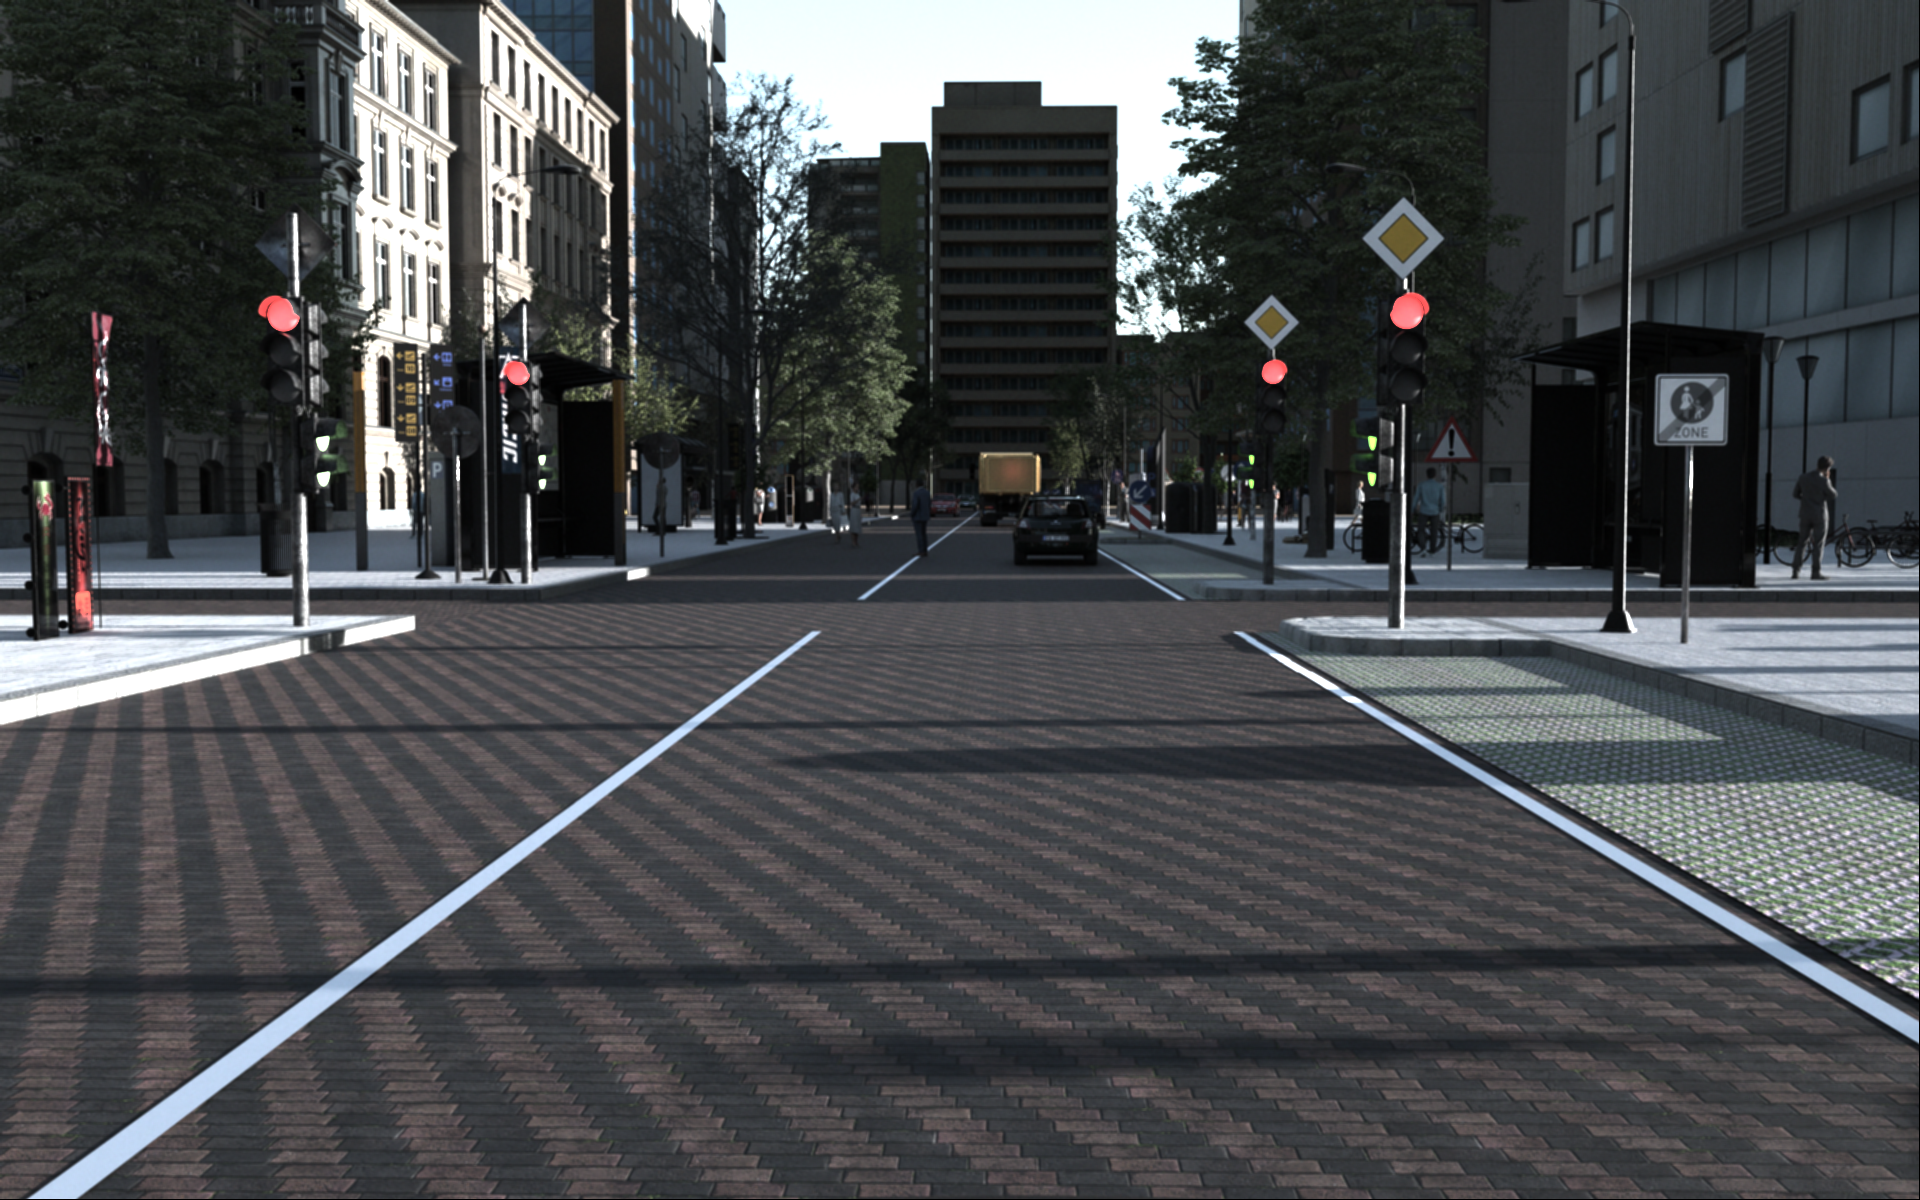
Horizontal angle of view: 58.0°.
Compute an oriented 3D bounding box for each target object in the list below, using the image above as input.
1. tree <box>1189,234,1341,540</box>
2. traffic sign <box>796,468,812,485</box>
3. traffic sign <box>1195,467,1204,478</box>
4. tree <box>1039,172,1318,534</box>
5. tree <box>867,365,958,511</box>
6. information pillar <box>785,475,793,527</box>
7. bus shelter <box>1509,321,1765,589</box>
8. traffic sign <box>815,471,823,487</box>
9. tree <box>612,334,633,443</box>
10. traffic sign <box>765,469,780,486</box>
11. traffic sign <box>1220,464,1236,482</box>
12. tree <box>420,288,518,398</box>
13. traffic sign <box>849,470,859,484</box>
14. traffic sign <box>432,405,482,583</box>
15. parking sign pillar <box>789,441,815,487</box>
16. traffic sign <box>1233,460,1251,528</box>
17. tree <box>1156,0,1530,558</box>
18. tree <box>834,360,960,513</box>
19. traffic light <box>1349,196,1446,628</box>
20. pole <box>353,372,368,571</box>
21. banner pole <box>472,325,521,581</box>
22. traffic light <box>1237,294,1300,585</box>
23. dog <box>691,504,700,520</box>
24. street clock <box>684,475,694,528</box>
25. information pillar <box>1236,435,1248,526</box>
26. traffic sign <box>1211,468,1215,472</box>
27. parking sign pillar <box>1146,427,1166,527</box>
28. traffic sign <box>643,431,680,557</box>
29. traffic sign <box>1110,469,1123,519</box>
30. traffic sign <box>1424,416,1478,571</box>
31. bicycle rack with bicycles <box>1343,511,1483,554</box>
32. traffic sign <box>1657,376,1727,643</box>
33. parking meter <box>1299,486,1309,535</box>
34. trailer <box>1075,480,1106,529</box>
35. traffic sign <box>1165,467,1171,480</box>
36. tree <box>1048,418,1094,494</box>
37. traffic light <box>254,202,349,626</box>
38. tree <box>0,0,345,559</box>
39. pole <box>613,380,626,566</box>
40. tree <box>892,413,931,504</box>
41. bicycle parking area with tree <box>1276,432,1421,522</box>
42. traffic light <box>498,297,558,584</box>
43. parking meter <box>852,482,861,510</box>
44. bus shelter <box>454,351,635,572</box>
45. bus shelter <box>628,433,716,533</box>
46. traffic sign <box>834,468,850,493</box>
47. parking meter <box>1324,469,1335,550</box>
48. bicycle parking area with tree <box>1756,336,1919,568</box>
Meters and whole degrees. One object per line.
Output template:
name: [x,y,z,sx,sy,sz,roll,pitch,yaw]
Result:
tree: [8.445,-5.989,48.276,4.360,8.622,3.978,0,3,0]
traffic sign: [-7.487,-5.078,83.130,0.768,2.556,0.104,0,4,2]
traffic sign: [11.373,-5.039,82.494,0.768,2.556,0.104,0,4,5]
tree: [7.996,-7.943,55.625,9.928,11.665,9.643,0,3,0]
tree: [-3.992,-12.785,134.791,9.928,11.665,9.643,0,3,0]
information pillar: [-6.632,-3.843,67.323,0.304,2.012,0.304,0,4,-7]
bus shelter: [10.166,-2.159,26.590,1.731,3.624,6.357,0,4,1]
traffic sign: [-7.857,-5.913,96.788,0.768,2.556,0.104,1,4,9]
tree: [-15.670,-7.236,68.670,4.737,8.622,4.395,0,3,0]
traffic sign: [-9.485,-5.352,87.617,0.768,2.556,0.104,0,4,8]
traffic sign: [11.472,-4.511,73.855,0.768,2.556,0.104,0,4,6]
tree: [-16.890,-6.792,61.418,4.360,8.622,3.978,0,3,0]
traffic sign: [-5.753,-5.653,92.158,0.795,2.593,0.064,1,4,8]
traffic sign: [-7.240,-1.517,24.912,0.768,2.556,0.104,1,4,10]
parking sign pillar: [-8.384,-6.354,92.354,1.447,3.967,1.447,-3,5,-40]
traffic sign: [10.715,-4.012,65.703,0.768,2.556,0.104,0,4,5]
tree: [7.628,-7.136,34.807,7.486,12.596,7.792,0,3,0]
tree: [-4.513,-11.098,115.872,8.767,10.594,7.601,-1,4,-22]
traffic light: [4.164,-1.687,16.502,0.839,4.253,0.868,0,4,1]
pole: [-10.040,-2.150,28.998,0.158,3.312,0.155,0,3,0]
banner pole: [-6.856,-2.188,25.787,0.863,3.779,0.401,-2,4,-25]
traffic light: [4.359,-2.175,24.484,0.839,4.253,0.868,0,4,1]
dog: [-13.193,-4.338,85.305,0.513,0.831,0.800,-2,4,-31]
street clock: [-10.436,-3.787,66.480,0.358,2.002,0.471,3,4,36]
information pillar: [11.217,-4.734,68.750,0.183,3.616,0.504,-2,4,-30]
traffic sign: [12.227,-5.189,84.943,0.768,2.556,0.104,1,4,10]
parking sign pillar: [7.806,-4.925,68.992,1.447,3.967,1.447,1,4,22]
traffic sign: [-6.082,-2.151,35.279,0.768,2.556,0.104,0,4,5]
traffic sign: [8.097,-5.434,88.945,0.768,2.556,0.104,1,4,9]
traffic sign: [8.173,-1.766,28.875,0.884,2.594,0.081,0,4,4]
bicycle rack with bicycles: [9.676,-1.490,37.751,2.925,0.926,2.852,3,4,39]
traffic sign: [6.232,-0.777,14.835,0.606,2.300,0.079,0,4,2]
parking meter: [10.857,-2.821,54.533,0.372,1.533,0.369,0,3,0]
trailer: [5.223,-3.914,71.044,1.471,1.999,3.904,0,4,3]
traffic sign: [9.894,-5.113,83.607,0.884,2.594,0.081,0,4,3]
tree: [10.300,-13.291,167.668,4.737,8.622,4.395,0,3,0]
traffic light: [-6.394,-1.702,16.742,0.839,4.253,0.868,0,4,1]
tree: [-15.857,-7.067,33.680,7.486,12.596,7.792,0,3,0]
pole: [-6.093,-2.271,30.982,0.158,3.312,0.155,0,3,0]
tree: [-4.367,-12.634,156.933,4.737,8.622,4.395,0,3,0]
bicycle parking area with tree: [18.678,-5.755,81.102,8.231,4.147,9.016,2,4,24]
traffic light: [-6.199,-2.190,24.725,0.839,4.253,0.868,0,4,1]
parking meter: [-5.121,-4.891,85.685,0.255,1.863,0.399,2,4,30]
bus shelter: [-7.431,-2.469,31.656,1.731,3.624,6.357,0,4,2]
bus shelter: [-9.901,-4.041,59.991,2.014,3.302,5.546,0,4,1]
traffic sign: [-5.726,-5.126,83.908,0.768,2.556,0.104,0,4,2]
parking meter: [8.439,-2.091,39.894,0.255,1.863,0.399,3,5,39]
bicycle parking area with tree: [16.308,-2.859,33.751,8.231,4.147,9.016,-3,5,-44]
